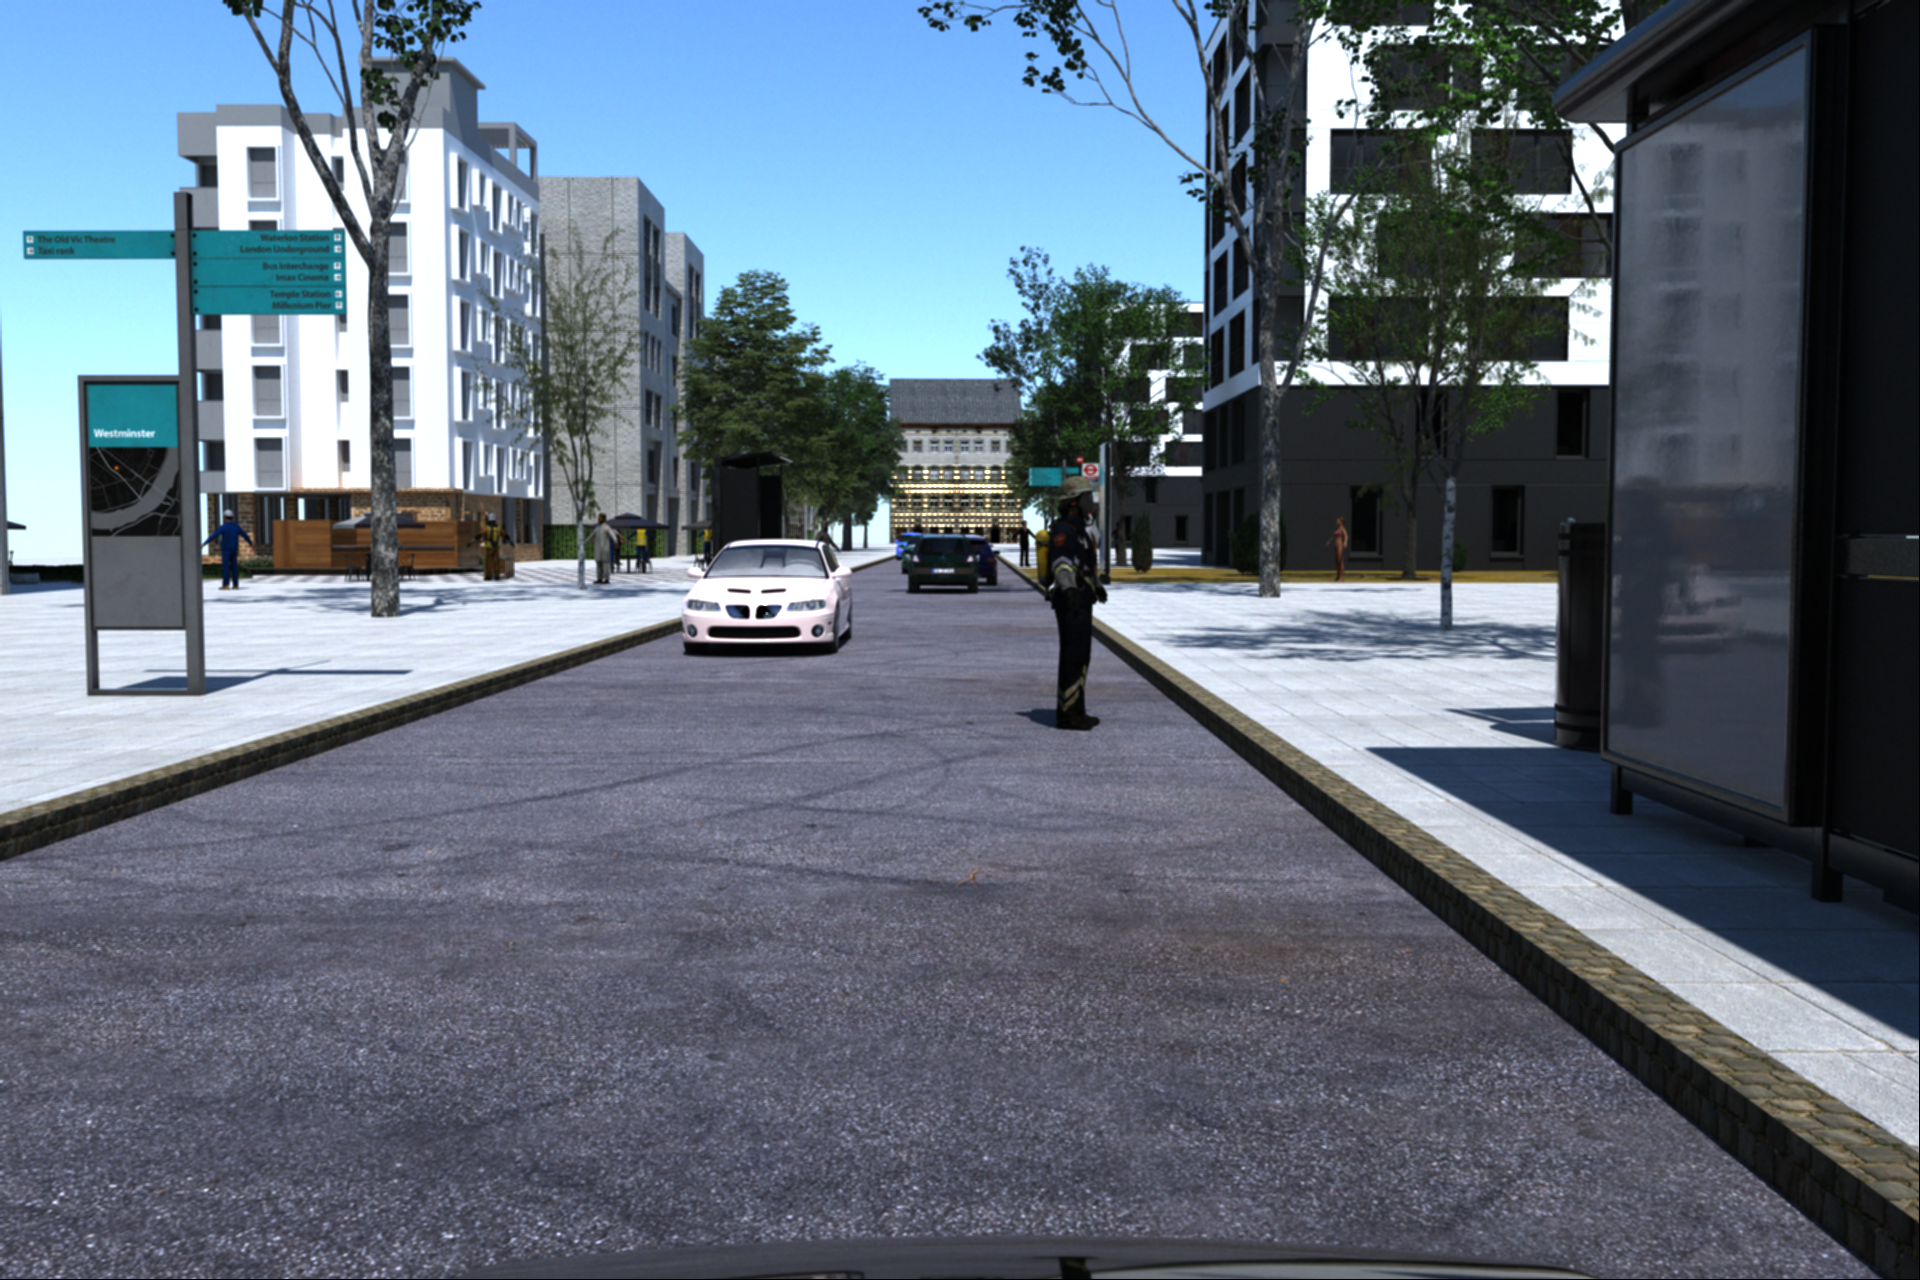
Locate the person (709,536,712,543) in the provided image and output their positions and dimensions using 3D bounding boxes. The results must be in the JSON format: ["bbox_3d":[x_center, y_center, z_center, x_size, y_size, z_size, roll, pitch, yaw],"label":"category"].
[{"bbox_3d":[-10.005,-4.074,72.883,1.348,1.796,0.705,2,4,24],"label":"person"}]

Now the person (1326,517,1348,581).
[{"bbox_3d":[10.251,-2.465,47.111,0.721,1.733,1.217,-1,4,-12],"label":"person"}]

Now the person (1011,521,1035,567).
[{"bbox_3d":[2.538,-3.762,67.699,1.347,1.806,0.705,-2,4,-28],"label":"person"}]

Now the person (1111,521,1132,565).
[{"bbox_3d":[6.697,-4.055,72.439,1.345,1.843,0.704,0,4,7],"label":"person"}]

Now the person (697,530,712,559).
[{"bbox_3d":[-12.114,-4.727,83.261,1.349,1.833,0.705,-3,5,-42],"label":"person"}]

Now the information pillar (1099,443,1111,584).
[{"bbox_3d":[3.791,-3.301,45.289,0.184,3.620,1.656,0,4,0],"label":"information pillar"}]

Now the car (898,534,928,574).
[{"bbox_3d":[-1.181,-3.189,63.942,2.131,1.459,4.920,0,4,0],"label":"car"}]

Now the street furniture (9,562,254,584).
[{"bbox_3d":[-24.278,-1.889,46.512,10.072,0.657,5.734,-2,4,-27],"label":"street furniture"}]

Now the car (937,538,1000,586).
[{"bbox_3d":[0.180,-2.259,49.522,1.945,1.354,3.894,0,3,0],"label":"car"}]

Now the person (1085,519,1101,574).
[{"bbox_3d":[2.925,-2.034,40.026,0.721,1.736,1.217,2,4,34],"label":"person"}]

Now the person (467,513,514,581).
[{"bbox_3d":[-12.866,-2.558,47.589,1.354,1.858,0.705,-3,4,-36],"label":"person"}]

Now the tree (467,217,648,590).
[{"bbox_3d":[-8.574,-5.480,39.967,4.360,8.622,3.978,0,3,0],"label":"tree"}]

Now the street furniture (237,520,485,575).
[{"bbox_3d":[-19.837,-3.138,58.154,11.010,1.723,9.812,0,4,6],"label":"street furniture"}]

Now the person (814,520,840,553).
[{"bbox_3d":[-3.771,-2.437,48.430,0.705,1.813,1.348,2,4,26],"label":"person"}]

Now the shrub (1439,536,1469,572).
[{"bbox_3d":[16.691,-2.899,58.514,1.383,1.207,1.383,0,3,0],"label":"shrub"}]

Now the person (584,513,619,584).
[{"bbox_3d":[-9.223,-2.354,44.579,1.344,1.819,0.704,2,4,35],"label":"person"}]

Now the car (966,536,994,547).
[{"bbox_3d":[0.342,-3.576,70.828,2.083,1.381,4.827,0,4,1],"label":"car"}]

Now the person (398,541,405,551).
[{"bbox_3d":[-16.430,-2.481,49.831,0.991,1.433,0.599,-3,5,-39],"label":"person"}]

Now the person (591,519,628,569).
[{"bbox_3d":[-12.834,-3.518,63.368,1.347,1.847,0.705,0,4,-5],"label":"person"}]

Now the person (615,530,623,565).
[{"bbox_3d":[-14.284,-4.068,72.447,0.705,1.837,1.347,-1,4,-18],"label":"person"}]

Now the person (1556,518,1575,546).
[{"bbox_3d":[20.176,-3.132,57.336,0.704,1.817,1.347,-1,4,-10],"label":"person"}]

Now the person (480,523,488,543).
[{"bbox_3d":[-18.729,-3.785,68.614,0.721,1.740,1.216,-2,4,-35],"label":"person"}]

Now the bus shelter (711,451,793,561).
[{"bbox_3d":[-6.181,-3.725,52.189,1.731,3.624,6.357,0,4,0],"label":"bus shelter"}]

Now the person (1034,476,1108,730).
[{"bbox_3d":[0.873,-0.278,12.784,0.705,1.856,1.354,1,4,13],"label":"person"}]

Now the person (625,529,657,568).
[{"bbox_3d":[-12.061,-3.612,65.522,1.216,1.772,0.721,-1,4,-13],"label":"person"}]

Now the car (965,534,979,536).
[{"bbox_3d":[0.492,-5.431,100.796,2.014,1.417,4.499,0,4,0],"label":"car"}]

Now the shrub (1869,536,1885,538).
[{"bbox_3d":[29.051,-3.157,56.036,1.690,2.028,1.600,0,3,0],"label":"shrub"}]

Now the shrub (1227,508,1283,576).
[{"bbox_3d":[9.089,-3.013,53.300,1.661,2.075,1.752,0,3,0],"label":"shrub"}]

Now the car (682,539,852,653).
[{"bbox_3d":[-2.401,-0.611,22.353,2.083,1.381,4.827,0,4,0],"label":"car"}]

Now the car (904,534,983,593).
[{"bbox_3d":[-0.411,-2.046,43.234,2.009,1.686,4.222,0,4,0],"label":"car"}]

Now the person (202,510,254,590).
[{"bbox_3d":[-16.898,-2.088,40.023,0.705,1.842,1.347,3,4,36],"label":"person"}]

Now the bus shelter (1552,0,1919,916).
[{"bbox_3d":[3.792,-1.758,6.372,2.179,5.291,8.768,0,3,0],"label":"bus shelter"}]

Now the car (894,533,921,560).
[{"bbox_3d":[-2.660,-5.302,96.272,1.945,1.707,3.694,0,4,0],"label":"car"}]

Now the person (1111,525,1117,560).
[{"bbox_3d":[7.721,-4.831,85.127,0.704,1.812,1.346,1,4,21],"label":"person"}]
